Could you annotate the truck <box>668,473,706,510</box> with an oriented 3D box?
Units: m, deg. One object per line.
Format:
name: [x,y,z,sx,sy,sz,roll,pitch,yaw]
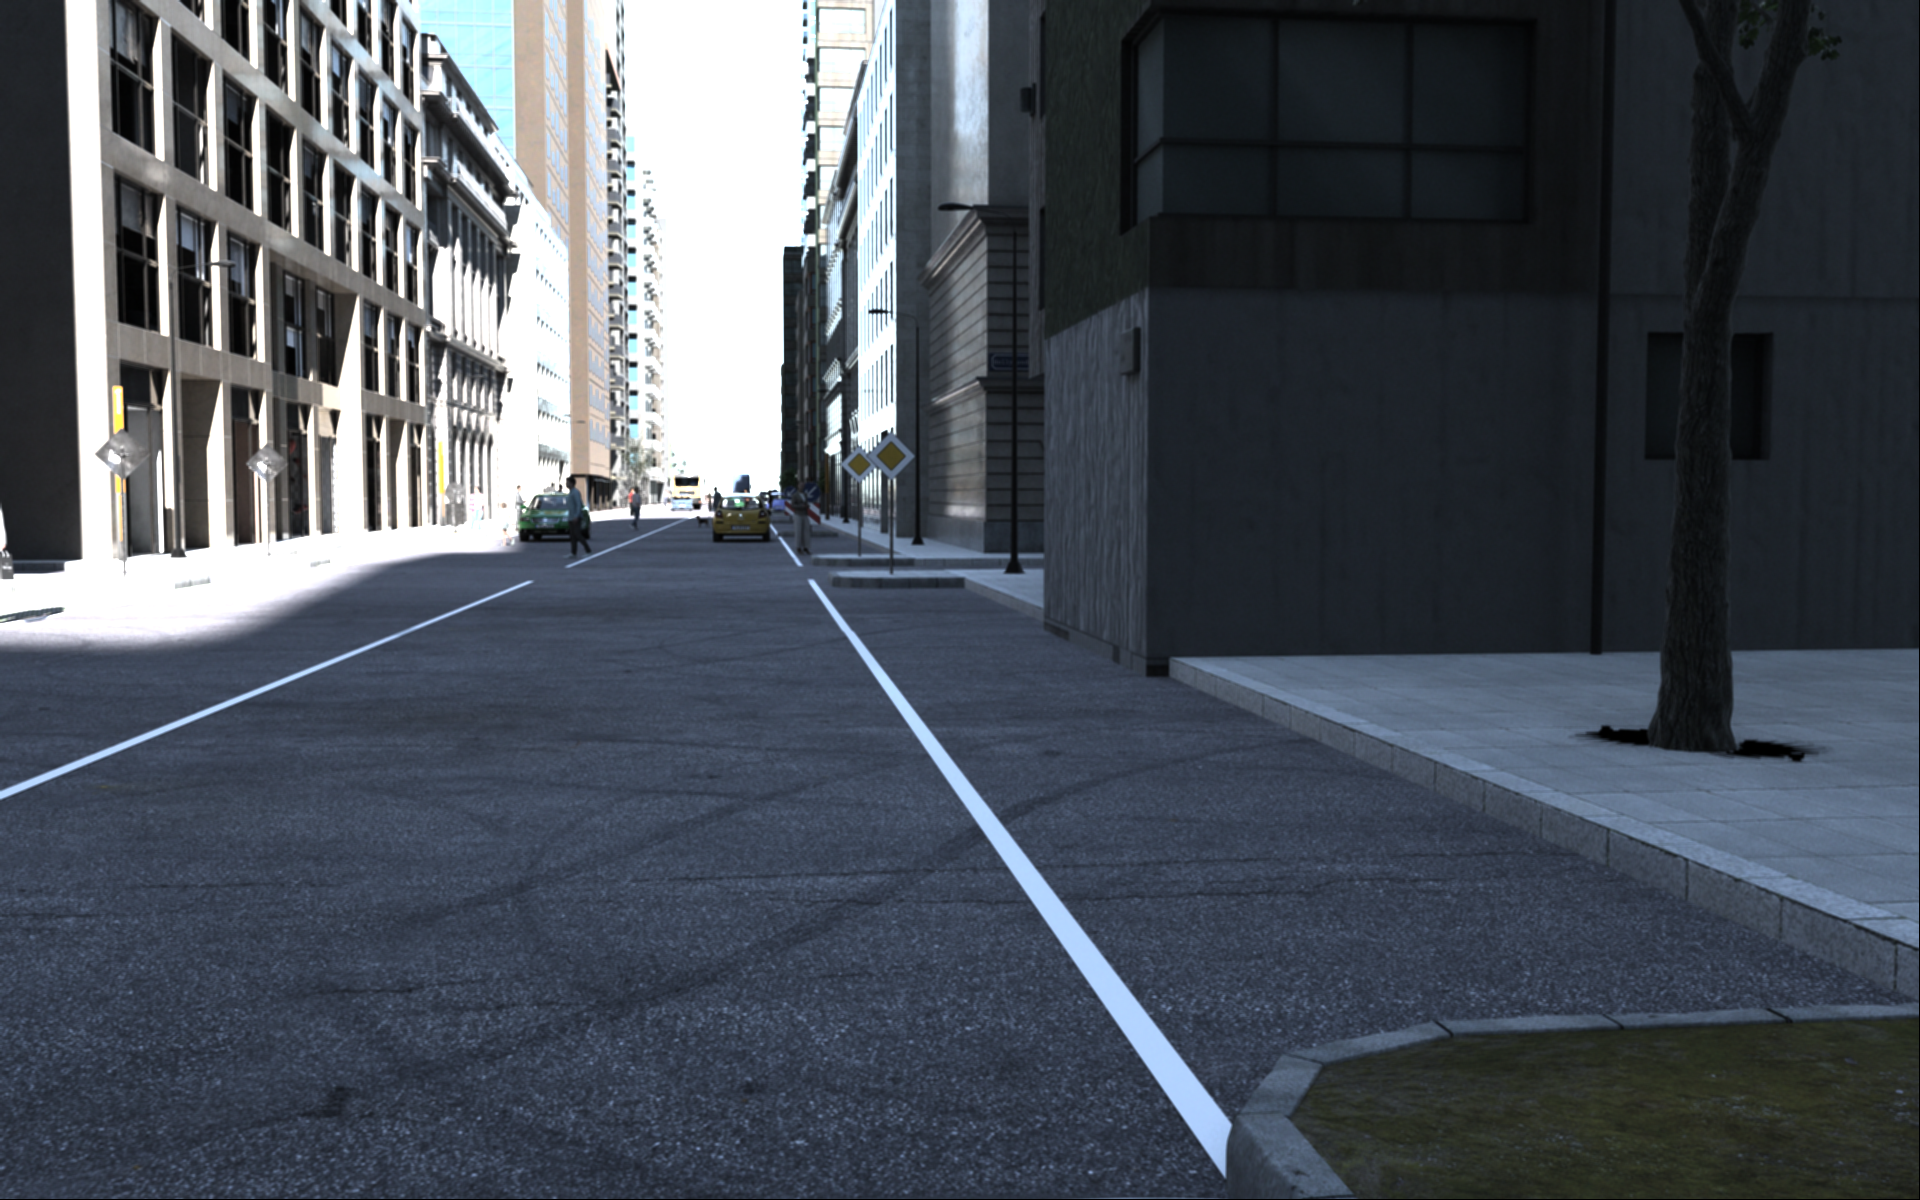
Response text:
truck: [-25.341,-10.084,160.797,3.469,3.379,9.791,-1,4,-9]

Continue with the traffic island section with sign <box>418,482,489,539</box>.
traffic island section with sign: [-16.392,-2.908,56.174,1.989,1.847,2.006,0,4,-7]

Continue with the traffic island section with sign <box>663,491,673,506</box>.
traffic island section with sign: [-35.789,-12.604,214.701,1.989,1.847,2.006,0,4,-7]

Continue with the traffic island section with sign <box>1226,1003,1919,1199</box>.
traffic island section with sign: [1.587,0.331,3.216,1.989,1.847,2.006,0,4,-7]

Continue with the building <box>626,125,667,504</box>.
building: [-50.691,-37.021,224.902,23.786,49.044,30.456,0,4,-7]

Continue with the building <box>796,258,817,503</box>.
building: [0.760,-18.231,143.121,27.650,21.520,28.899,0,4,-7]

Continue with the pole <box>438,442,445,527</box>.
pole: [-20.129,-4.489,67.245,0.158,3.312,0.155,0,3,0]

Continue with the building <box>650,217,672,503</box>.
building: [-48.948,-34.520,247.991,14.154,41.232,14.086,0,4,-7]

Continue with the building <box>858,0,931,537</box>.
building: [2.250,-12.516,59.395,10.420,20.320,16.860,0,4,-7]

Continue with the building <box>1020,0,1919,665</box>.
building: [7.598,-15.204,20.291,14.160,30.474,14.107,0,4,-7]

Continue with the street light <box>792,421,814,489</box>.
street light: [-9.825,-8.429,110.349,1.470,5.913,1.316,0,4,-7]

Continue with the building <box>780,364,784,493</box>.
building: [-9.254,-23.281,225.678,27.650,21.520,28.899,0,4,-7]

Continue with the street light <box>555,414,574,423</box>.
street light: [-23.368,-7.856,100.993,1.470,5.913,1.316,0,4,-7]

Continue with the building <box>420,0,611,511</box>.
building: [-36.855,-30.213,144.088,14.600,45.320,14.200,0,4,-7]

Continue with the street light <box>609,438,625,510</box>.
street light: [-28.504,-10.483,143.933,1.470,5.913,1.316,0,4,-7]

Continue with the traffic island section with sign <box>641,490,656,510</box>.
traffic island section with sign: [-29.146,-9.280,160.362,1.989,1.847,2.006,0,4,-7]

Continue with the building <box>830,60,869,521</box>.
building: [1.220,-14.596,80.447,13.314,21.916,24.055,0,4,-7]

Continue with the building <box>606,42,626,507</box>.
building: [-43.788,-31.210,164.913,22.147,44.769,28.867,0,4,-7]

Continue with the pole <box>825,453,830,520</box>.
pole: [-6.619,-5.658,86.359,0.158,3.312,0.155,0,3,0]

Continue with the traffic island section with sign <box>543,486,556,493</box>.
traffic island section with sign: [-19.732,-4.577,83.464,1.989,1.847,2.006,0,4,-7]

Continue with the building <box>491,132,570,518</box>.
building: [-28.563,-14.944,99.079,10.420,20.320,16.860,0,4,-7]

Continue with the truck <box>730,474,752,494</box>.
truck: [-27.874,-14.162,221.308,2.967,4.110,18.799,0,4,-8]

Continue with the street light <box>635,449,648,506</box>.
street light: [-32.617,-12.515,177.158,1.470,5.913,1.316,0,4,-7]

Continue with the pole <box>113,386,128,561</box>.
pole: [-15.984,-2.392,32.958,0.158,3.312,0.155,0,3,0]

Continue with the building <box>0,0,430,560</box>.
building: [-28.092,-14.928,48.590,19.350,26.468,34.151,0,4,-7]

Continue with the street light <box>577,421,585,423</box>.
street light: [-24.441,-8.399,109.862,1.470,5.913,1.316,0,4,-7]

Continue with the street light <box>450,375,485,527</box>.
street light: [-19.267,-5.824,67.766,1.470,5.913,1.316,0,4,-7]

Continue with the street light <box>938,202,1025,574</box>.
street light: [0.341,-3.381,27.825,1.470,5.913,1.316,0,4,-7]

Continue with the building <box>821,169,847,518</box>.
building: [-2.886,-15.467,102.030,9.793,20.994,18.267,0,4,-7]

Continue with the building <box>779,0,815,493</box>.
building: [-15.170,-57.518,253.089,22.319,86.520,31.000,0,4,-7]

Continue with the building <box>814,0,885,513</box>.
building: [-3.086,-26.718,120.439,14.154,41.232,14.086,0,4,-7]

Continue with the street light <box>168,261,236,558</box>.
street light: [-15.106,-3.792,34.547,1.470,5.913,1.316,0,4,-7]

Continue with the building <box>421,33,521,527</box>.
building: [-28.024,-14.447,78.002,13.314,21.916,24.055,0,4,-7]

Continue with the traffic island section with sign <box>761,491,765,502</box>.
traffic island section with sign: [-14.501,-7.713,134.735,1.989,1.847,2.006,0,4,-7]

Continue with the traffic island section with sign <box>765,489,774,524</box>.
traffic island section with sign: [-8.437,-4.680,85.153,1.989,1.847,2.006,0,4,-7]

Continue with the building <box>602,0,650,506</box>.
building: [-46.679,-46.531,199.040,20.563,71.187,20.611,0,4,-7]

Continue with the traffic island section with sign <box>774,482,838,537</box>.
traffic island section with sign: [-5.166,-3.044,58.396,1.989,1.847,2.006,0,4,-7]

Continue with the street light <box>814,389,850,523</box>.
street light: [-5.611,-6.382,76.887,1.470,5.913,1.316,0,4,-7]

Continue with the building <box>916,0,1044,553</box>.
building: [16.699,-13.752,43.923,34.723,24.649,14.460,0,4,-7]

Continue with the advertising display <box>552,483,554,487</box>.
advertising display: [-22.899,-5.642,97.457,0.123,1.923,0.974,-1,4,-15]

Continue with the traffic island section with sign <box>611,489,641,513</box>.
traffic island section with sign: [-25.822,-7.623,133.260,1.989,1.847,2.006,0,4,-7]

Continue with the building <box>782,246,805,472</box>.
building: [-13.759,-26.393,203.233,14.160,30.474,14.107,0,4,-7]

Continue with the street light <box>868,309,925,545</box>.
street light: [-1.607,-4.349,43.648,1.470,5.913,1.316,0,4,-7]

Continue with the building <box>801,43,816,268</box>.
building: [-4.233,-33.758,171.553,23.786,49.044,30.456,0,4,-7]
